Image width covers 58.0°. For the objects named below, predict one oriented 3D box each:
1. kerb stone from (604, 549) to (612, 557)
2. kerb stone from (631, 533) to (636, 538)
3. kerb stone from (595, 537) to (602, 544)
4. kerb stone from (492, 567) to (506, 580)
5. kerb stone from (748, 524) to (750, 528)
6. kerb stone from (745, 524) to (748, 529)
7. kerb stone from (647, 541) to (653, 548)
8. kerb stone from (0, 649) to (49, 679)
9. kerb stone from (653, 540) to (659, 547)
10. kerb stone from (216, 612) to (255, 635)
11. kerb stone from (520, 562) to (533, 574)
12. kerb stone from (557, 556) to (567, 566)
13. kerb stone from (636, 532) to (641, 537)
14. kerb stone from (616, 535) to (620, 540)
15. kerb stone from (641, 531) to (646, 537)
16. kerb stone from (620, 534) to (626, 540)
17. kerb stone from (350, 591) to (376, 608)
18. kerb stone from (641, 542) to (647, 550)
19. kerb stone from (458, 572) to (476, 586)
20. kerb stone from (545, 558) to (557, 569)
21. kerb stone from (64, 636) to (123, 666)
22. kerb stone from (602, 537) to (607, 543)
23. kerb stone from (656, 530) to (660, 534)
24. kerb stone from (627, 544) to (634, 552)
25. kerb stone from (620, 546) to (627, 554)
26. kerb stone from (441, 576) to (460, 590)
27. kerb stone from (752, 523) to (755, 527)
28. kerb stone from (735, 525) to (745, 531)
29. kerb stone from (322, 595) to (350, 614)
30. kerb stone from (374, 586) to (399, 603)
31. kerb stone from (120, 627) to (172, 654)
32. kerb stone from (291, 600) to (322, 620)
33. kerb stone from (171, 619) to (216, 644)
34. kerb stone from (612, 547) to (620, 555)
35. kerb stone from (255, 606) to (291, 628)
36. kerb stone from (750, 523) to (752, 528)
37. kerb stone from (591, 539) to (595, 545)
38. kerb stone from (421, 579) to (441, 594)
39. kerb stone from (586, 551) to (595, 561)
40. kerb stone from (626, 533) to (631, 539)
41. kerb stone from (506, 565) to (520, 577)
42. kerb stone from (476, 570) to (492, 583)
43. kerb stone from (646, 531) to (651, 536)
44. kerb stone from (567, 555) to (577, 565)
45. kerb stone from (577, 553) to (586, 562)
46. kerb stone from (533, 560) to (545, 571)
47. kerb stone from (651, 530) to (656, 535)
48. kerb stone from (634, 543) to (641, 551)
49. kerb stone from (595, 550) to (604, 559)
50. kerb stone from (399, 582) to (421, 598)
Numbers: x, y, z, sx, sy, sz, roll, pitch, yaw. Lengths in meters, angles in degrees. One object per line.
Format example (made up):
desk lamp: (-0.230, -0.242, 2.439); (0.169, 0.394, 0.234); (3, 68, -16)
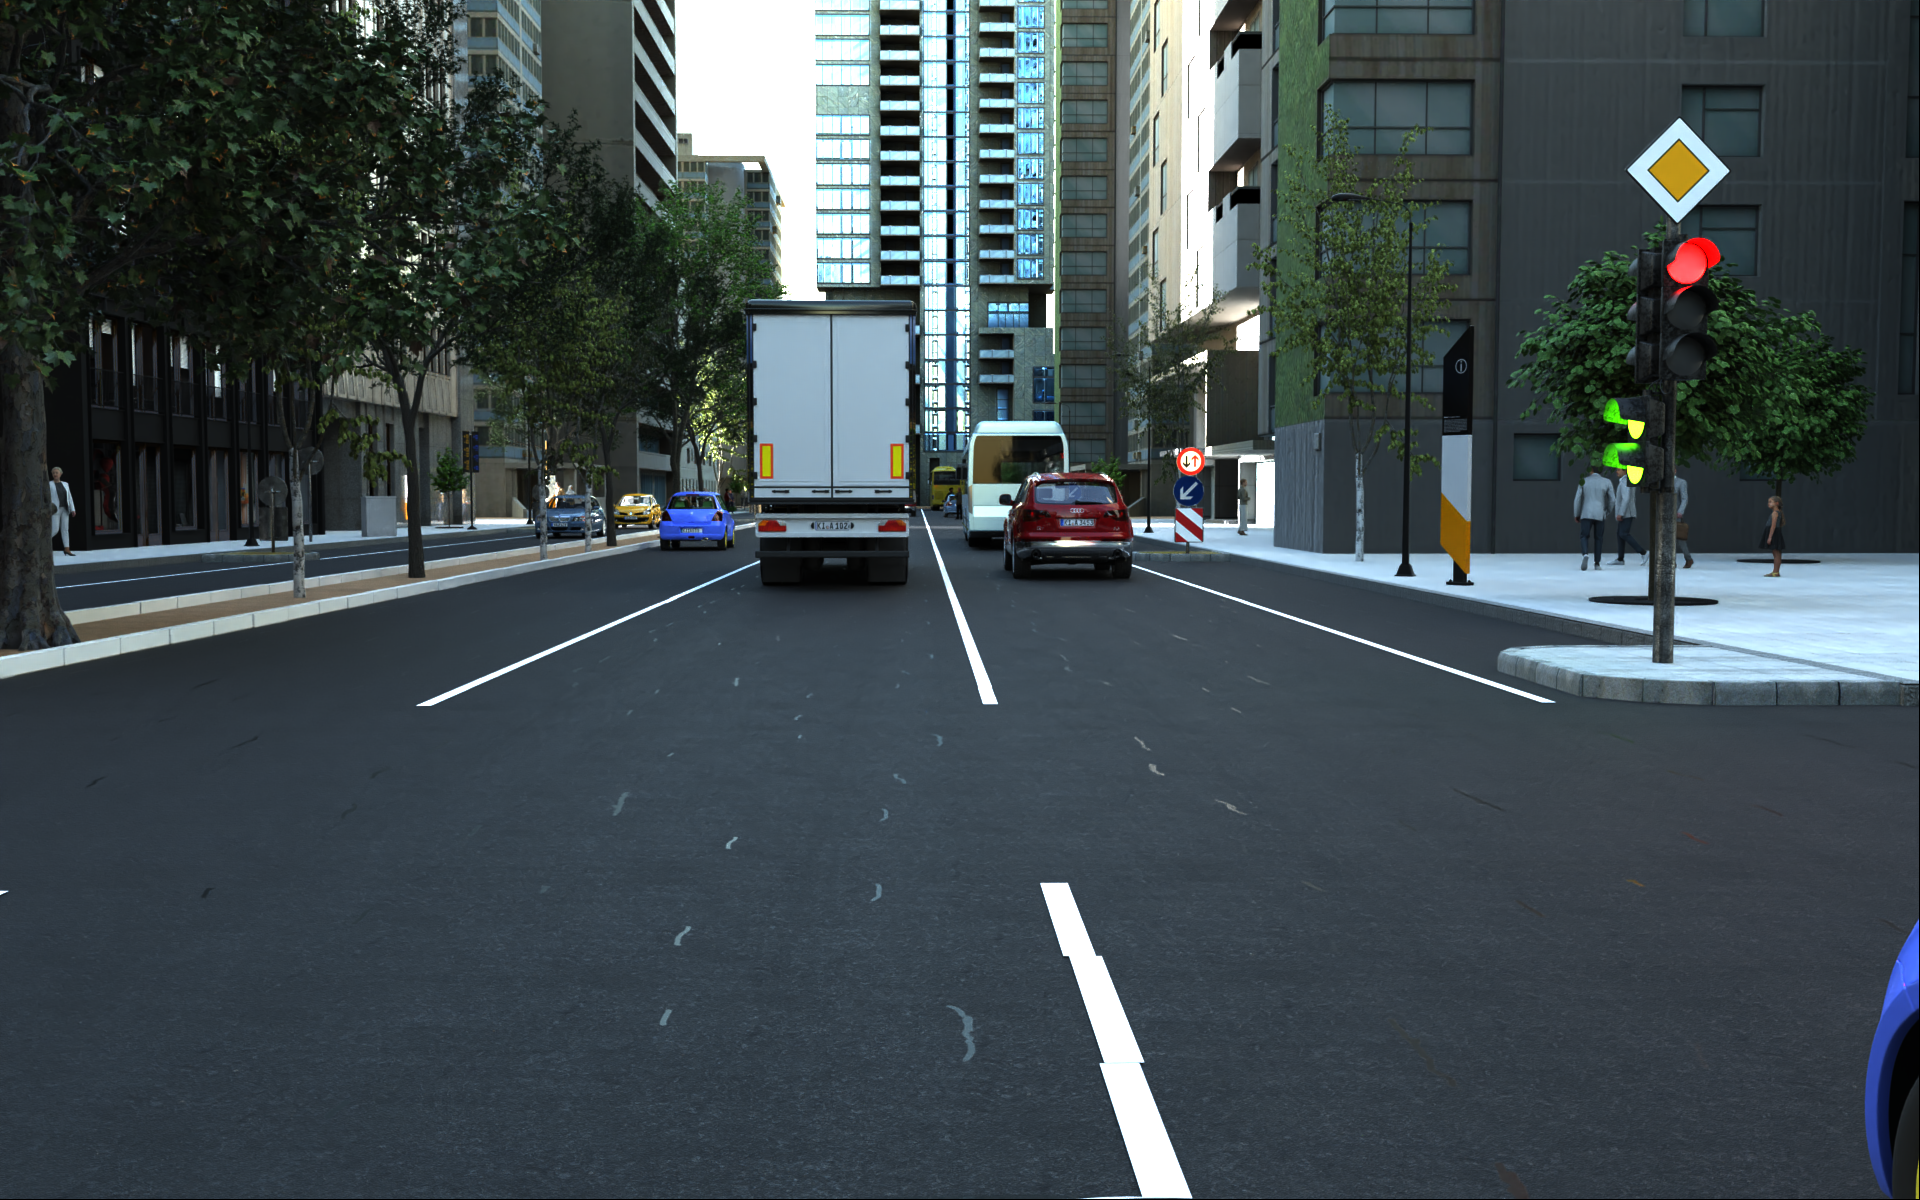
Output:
kerb stone: (-8.159, -1.057, 39.571); (0.120, 0.150, 1.000); (0, 4, -1)
kerb stone: (-10.670, -2.054, 55.892); (0.120, 0.150, 1.000); (0, 4, -1)
kerb stone: (-10.505, -1.682, 49.754); (0.120, 0.150, 1.000); (0, 4, -1)
kerb stone: (-7.900, -0.435, 29.308); (0.120, 0.150, 1.000); (0, 4, -1)
kerb stone: (-8.989, -3.069, 72.369); (0.120, 0.150, 1.000); (0, 4, -1)
kerb stone: (-8.962, -3.006, 71.347); (0.120, 0.150, 1.000); (0, 4, -1)
kerb stone: (-8.313, -1.439, 45.719); (0.120, 0.150, 1.000); (0, 4, -1)
kerb stone: (-7.504, 0.507, 13.906); (0.120, 0.150, 1.000); (0, 4, -1)
kerb stone: (-8.335, -1.501, 46.741); (0.120, 0.150, 1.000); (0, 4, -1)
kerb stone: (-7.612, 0.256, 18.011); (0.120, 0.150, 1.000); (0, 4, -1)
kerb stone: (-7.944, -0.560, 31.352); (0.120, 0.150, 1.000); (0, 4, -1)
kerb stone: (-8.027, -0.739, 34.444); (0.120, 0.150, 1.000); (0, 4, -1)
kerb stone: (-10.699, -2.122, 56.919); (0.120, 0.150, 1.000); (0, 4, -1)
kerb stone: (-10.594, -1.873, 52.821); (0.120, 0.150, 1.000); (0, 4, -1)
kerb stone: (-10.718, -2.185, 57.941); (0.120, 0.150, 1.000); (0, 4, -1)
kerb stone: (-10.617, -1.927, 53.849); (0.120, 0.150, 1.000); (0, 4, -1)
kerb stone: (-7.714, 0.008, 22.137); (0.120, 0.150, 1.000); (0, 4, -1)
kerb stone: (-8.281, -1.375, 44.689); (0.120, 0.150, 1.000); (0, 4, -1)
kerb stone: (-7.844, -0.309, 27.255); (0.120, 0.150, 1.000); (0, 4, -1)
kerb stone: (-7.997, -0.686, 33.408); (0.120, 0.150, 1.000); (0, 4, -1)
kerb stone: (-7.531, 0.445, 14.928); (0.120, 0.150, 1.000); (0, 4, -1)
kerb stone: (-10.549, -1.744, 50.776); (0.120, 0.150, 1.000); (0, 4, -1)
kerb stone: (-10.804, -2.371, 61.020); (0.120, 0.150, 1.000); (0, 4, -1)
kerb stone: (-8.228, -1.251, 42.645); (0.120, 0.150, 1.000); (0, 4, -1)
kerb stone: (-8.207, -1.182, 41.623); (0.120, 0.150, 1.000); (0, 4, -1)
kerb stone: (-7.811, -0.241, 26.234); (0.120, 0.150, 1.000); (0, 4, -1)
kerb stone: (-9.038, -3.195, 74.429); (0.120, 0.150, 1.000); (0, 4, -1)
kerb stone: (-8.930, -2.943, 70.318); (0.120, 0.150, 1.000); (0, 4, -1)
kerb stone: (-7.694, 0.066, 21.110); (0.120, 0.150, 1.000); (0, 4, -1)
kerb stone: (-7.742, -0.059, 23.158); (0.120, 0.150, 1.000); (0, 4, -1)
kerb stone: (-7.562, 0.382, 15.956); (0.120, 0.150, 1.000); (0, 4, -1)
kerb stone: (-7.667, 0.133, 20.086); (0.120, 0.150, 1.000); (0, 4, -1)
kerb stone: (-7.585, 0.319, 16.983); (0.120, 0.150, 1.000); (0, 4, -1)
kerb stone: (-8.185, -1.115, 40.593); (0.120, 0.150, 1.000); (0, 4, -1)
kerb stone: (-7.635, 0.193, 19.058); (0.120, 0.150, 1.000); (0, 4, -1)
kerb stone: (-9.016, -3.132, 73.400); (0.120, 0.150, 1.000); (0, 4, -1)
kerb stone: (-10.487, -1.623, 48.730); (0.120, 0.150, 1.000); (0, 4, -1)
kerb stone: (-7.795, -0.184, 25.209); (0.120, 0.150, 1.000); (0, 4, -1)
kerb stone: (-8.108, -0.936, 37.518); (0.120, 0.150, 1.000); (0, 4, -1)
kerb stone: (-10.639, -1.998, 54.870); (0.120, 0.150, 1.000); (0, 4, -1)
kerb stone: (-7.919, -0.492, 30.330); (0.120, 0.150, 1.000); (0, 4, -1)
kerb stone: (-7.870, -0.372, 28.277); (0.120, 0.150, 1.000); (0, 4, -1)
kerb stone: (-10.753, -2.249, 58.970); (0.120, 0.150, 1.000); (0, 4, -1)
kerb stone: (-8.048, -0.812, 35.465); (0.120, 0.150, 1.000); (0, 4, -1)
kerb stone: (-8.084, -0.868, 36.493); (0.120, 0.150, 1.000); (0, 4, -1)
kerb stone: (-7.975, -0.623, 32.386); (0.120, 0.150, 1.000); (0, 4, -1)
kerb stone: (-10.772, -2.309, 59.999); (0.120, 0.150, 1.000); (0, 4, -1)
kerb stone: (-8.258, -1.313, 43.666); (0.120, 0.150, 1.000); (0, 4, -1)
kerb stone: (-8.132, -1.000, 38.548); (0.120, 0.150, 1.000); (0, 4, -1)
kerb stone: (-7.763, -0.121, 24.186); (0.120, 0.150, 1.000); (0, 4, -1)
